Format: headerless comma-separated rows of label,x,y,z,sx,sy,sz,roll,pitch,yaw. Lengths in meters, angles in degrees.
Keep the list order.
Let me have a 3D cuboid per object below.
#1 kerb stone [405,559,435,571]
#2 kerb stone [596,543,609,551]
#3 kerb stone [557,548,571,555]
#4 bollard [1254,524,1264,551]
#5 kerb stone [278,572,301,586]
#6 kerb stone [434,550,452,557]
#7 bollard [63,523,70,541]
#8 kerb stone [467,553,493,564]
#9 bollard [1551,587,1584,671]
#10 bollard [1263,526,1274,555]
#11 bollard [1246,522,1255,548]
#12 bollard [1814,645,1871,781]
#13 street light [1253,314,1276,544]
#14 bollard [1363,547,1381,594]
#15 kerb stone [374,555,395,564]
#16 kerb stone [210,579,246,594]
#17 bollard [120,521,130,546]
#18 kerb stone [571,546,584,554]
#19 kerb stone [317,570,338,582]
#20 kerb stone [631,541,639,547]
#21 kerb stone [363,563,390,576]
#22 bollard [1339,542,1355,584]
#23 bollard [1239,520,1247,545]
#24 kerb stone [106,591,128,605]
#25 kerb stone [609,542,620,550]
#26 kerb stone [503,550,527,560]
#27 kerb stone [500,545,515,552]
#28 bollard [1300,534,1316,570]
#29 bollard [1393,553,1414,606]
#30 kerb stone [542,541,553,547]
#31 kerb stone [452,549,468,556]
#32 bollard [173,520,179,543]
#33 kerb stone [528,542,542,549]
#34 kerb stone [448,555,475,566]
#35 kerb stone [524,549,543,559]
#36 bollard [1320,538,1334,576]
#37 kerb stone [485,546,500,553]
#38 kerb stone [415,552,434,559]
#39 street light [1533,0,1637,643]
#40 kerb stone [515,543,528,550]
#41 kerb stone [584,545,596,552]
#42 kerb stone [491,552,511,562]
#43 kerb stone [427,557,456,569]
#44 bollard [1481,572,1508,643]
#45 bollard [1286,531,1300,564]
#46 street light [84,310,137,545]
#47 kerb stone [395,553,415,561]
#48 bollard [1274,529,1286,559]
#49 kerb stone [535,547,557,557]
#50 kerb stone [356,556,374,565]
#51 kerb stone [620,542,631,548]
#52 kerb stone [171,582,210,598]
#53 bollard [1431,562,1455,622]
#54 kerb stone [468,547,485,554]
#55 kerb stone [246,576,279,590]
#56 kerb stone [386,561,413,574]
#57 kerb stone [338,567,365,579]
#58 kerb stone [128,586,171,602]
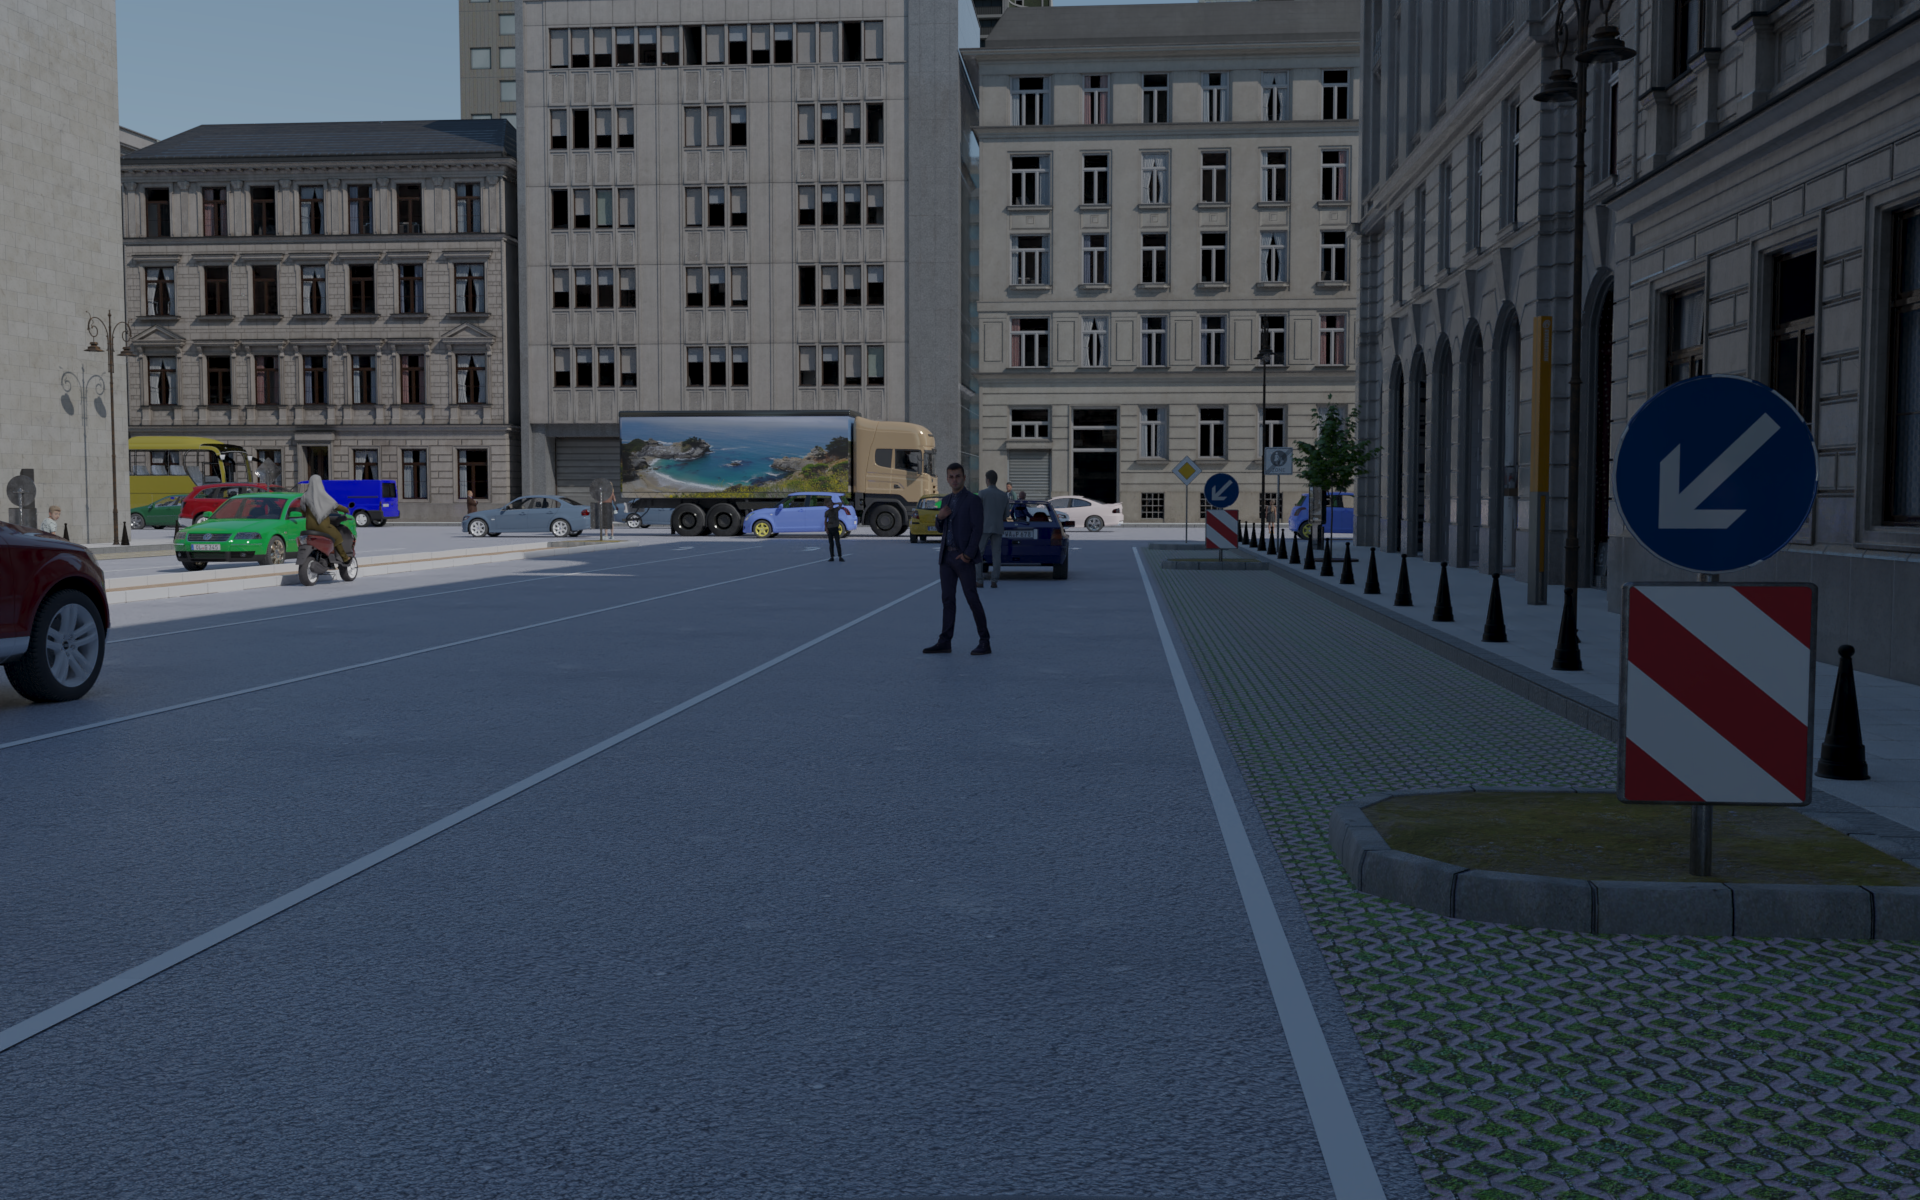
kerb stone,-10.174,-0.634,32.581,0.120,0.150,1.000,0,4,5
kerb stone,-9.158,-1.324,43.842,0.120,0.150,1.000,0,4,5
kerb stone,-9.437,-1.136,40.769,0.120,0.150,1.000,0,4,5
bollard,6.811,-1.407,39.046,0.229,0.601,0.229,0,3,0
kerb stone,-10.639,-0.321,27.445,0.120,0.150,1.000,0,4,5
kerb stone,-11.713,-1.008,38.882,0.120,0.150,1.000,0,4,5
bollard,-21.035,-1.511,40.751,0.229,0.601,0.229,0,3,0
kerb stone,-9.902,-0.823,35.651,0.120,0.150,1.000,0,4,5
bollard,4.438,0.208,12.640,0.229,0.601,0.229,0,3,0
bollard,6.599,-1.260,36.645,0.229,0.601,0.229,0,3,0
bollard,7.030,-1.553,41.440,0.229,0.601,0.229,0,3,0
bollard,4.005,0.501,7.844,0.229,0.601,0.229,0,3,0
street light,7.823,-4.391,44.584,0.468,5.910,1.993,0,4,5
bollard,5.303,-0.380,22.256,0.229,0.601,0.229,0,3,0
kerb stone,-11.996,-0.832,35.798,0.120,0.150,1.000,0,4,5
kerb stone,-10.818,-0.196,25.401,0.120,0.150,1.000,0,4,5
bollard,-20.816,-1.659,43.170,0.229,0.601,0.229,0,3,0
kerb stone,-9.341,-1.190,41.792,0.120,0.150,1.000,0,4,5
kerb stone,-10.546,-0.384,28.476,0.120,0.150,1.000,0,4,5
kerb stone,-8.887,-1.507,46.925,0.120,0.150,1.000,0,4,5
kerb stone,-10.361,-0.509,30.521,0.120,0.150,1.000,0,4,5
bollard,5.519,-0.528,24.666,0.229,0.601,0.229,0,3,0
bollard,7.241,-1.700,43.835,0.229,0.601,0.229,0,3,0
kerb stone,-11.099,-0.007,22.317,0.120,0.150,1.000,0,4,5
kerb stone,-9.067,-1.387,44.878,0.120,0.150,1.000,0,4,5
kerb stone,-9.717,-0.948,37.695,0.120,0.150,1.000,0,4,5
kerb stone,-11.348,-1.270,42.971,0.120,0.150,1.000,0,4,5
bollard,5.951,-0.820,29.456,0.229,0.601,0.229,0,3,0
bollard,5.087,-0.233,19.851,0.229,0.601,0.229,0,3,0
kerb stone,-11.077,-1.458,46.042,0.120,0.150,1.000,0,4,5
kerb stone,-11.634,-1.082,39.906,0.120,0.150,1.000,0,4,5
bollard,-20.603,-1.806,45.576,0.229,0.601,0.229,0,3,0
kerb stone,-11.163,-1.396,45.019,0.120,0.150,1.000,0,4,5
kerb stone,-9.990,-0.760,34.628,0.120,0.150,1.000,0,4,5
kerb stone,-9.615,-1.002,38.725,0.120,0.150,1.000,0,4,5
bollard,5.738,-0.674,27.061,0.229,0.601,0.229,0,3,0
kerb stone,-11.443,-1.205,41.949,0.120,0.150,1.000,0,4,5
kerb stone,-11.815,-0.955,37.853,0.120,0.150,1.000,0,4,5
street light,5.271,-2.569,14.789,0.468,5.910,1.993,0,4,5
kerb stone,-11.257,-1.333,43.997,0.120,0.150,1.000,0,4,5
kerb stone,-9.262,-1.261,42.815,0.120,0.150,1.000,0,4,5
kerb stone,-9.800,-0.876,36.672,0.120,0.150,1.000,0,4,5
kerb stone,-10.083,-0.694,33.603,0.120,0.150,1.000,0,4,5
bollard,4.651,0.061,15.046,0.229,0.601,0.229,0,3,0
bollard,6.164,-0.967,31.850,0.229,0.601,0.229,0,3,0
street light,-21.322,-4.331,43.592,0.468,5.910,1.993,0,4,5
kerb stone,-11.903,-0.894,36.831,0.120,0.150,1.000,0,4,5
bollard,6.382,-1.113,34.245,0.229,0.601,0.229,0,3,0
kerb stone,-9.535,-1.072,39.748,0.120,0.150,1.000,0,4,5
kerb stone,-12.091,-0.769,34.772,0.120,0.150,1.000,0,4,5
kerb stone,-8.978,-1.450,45.900,0.120,0.150,1.000,0,4,5
kerb stone,-10.915,-0.129,24.373,0.120,0.150,1.000,0,4,5
bollard,4.875,-0.087,17.456,0.229,0.601,0.229,0,3,0
kerb stone,-11.532,-1.146,40.927,0.120,0.150,1.000,0,4,5
kerb stone,-10.733,-0.256,26.424,0.120,0.150,1.000,0,4,5
kerb stone,-10.275,-0.572,31.554,0.120,0.150,1.000,0,4,5
kerb stone,-10.445,-0.447,29.498,0.120,0.150,1.000,0,4,5
kerb stone,-11.006,-0.068,23.348,0.120,0.150,1.000,0,4,5
